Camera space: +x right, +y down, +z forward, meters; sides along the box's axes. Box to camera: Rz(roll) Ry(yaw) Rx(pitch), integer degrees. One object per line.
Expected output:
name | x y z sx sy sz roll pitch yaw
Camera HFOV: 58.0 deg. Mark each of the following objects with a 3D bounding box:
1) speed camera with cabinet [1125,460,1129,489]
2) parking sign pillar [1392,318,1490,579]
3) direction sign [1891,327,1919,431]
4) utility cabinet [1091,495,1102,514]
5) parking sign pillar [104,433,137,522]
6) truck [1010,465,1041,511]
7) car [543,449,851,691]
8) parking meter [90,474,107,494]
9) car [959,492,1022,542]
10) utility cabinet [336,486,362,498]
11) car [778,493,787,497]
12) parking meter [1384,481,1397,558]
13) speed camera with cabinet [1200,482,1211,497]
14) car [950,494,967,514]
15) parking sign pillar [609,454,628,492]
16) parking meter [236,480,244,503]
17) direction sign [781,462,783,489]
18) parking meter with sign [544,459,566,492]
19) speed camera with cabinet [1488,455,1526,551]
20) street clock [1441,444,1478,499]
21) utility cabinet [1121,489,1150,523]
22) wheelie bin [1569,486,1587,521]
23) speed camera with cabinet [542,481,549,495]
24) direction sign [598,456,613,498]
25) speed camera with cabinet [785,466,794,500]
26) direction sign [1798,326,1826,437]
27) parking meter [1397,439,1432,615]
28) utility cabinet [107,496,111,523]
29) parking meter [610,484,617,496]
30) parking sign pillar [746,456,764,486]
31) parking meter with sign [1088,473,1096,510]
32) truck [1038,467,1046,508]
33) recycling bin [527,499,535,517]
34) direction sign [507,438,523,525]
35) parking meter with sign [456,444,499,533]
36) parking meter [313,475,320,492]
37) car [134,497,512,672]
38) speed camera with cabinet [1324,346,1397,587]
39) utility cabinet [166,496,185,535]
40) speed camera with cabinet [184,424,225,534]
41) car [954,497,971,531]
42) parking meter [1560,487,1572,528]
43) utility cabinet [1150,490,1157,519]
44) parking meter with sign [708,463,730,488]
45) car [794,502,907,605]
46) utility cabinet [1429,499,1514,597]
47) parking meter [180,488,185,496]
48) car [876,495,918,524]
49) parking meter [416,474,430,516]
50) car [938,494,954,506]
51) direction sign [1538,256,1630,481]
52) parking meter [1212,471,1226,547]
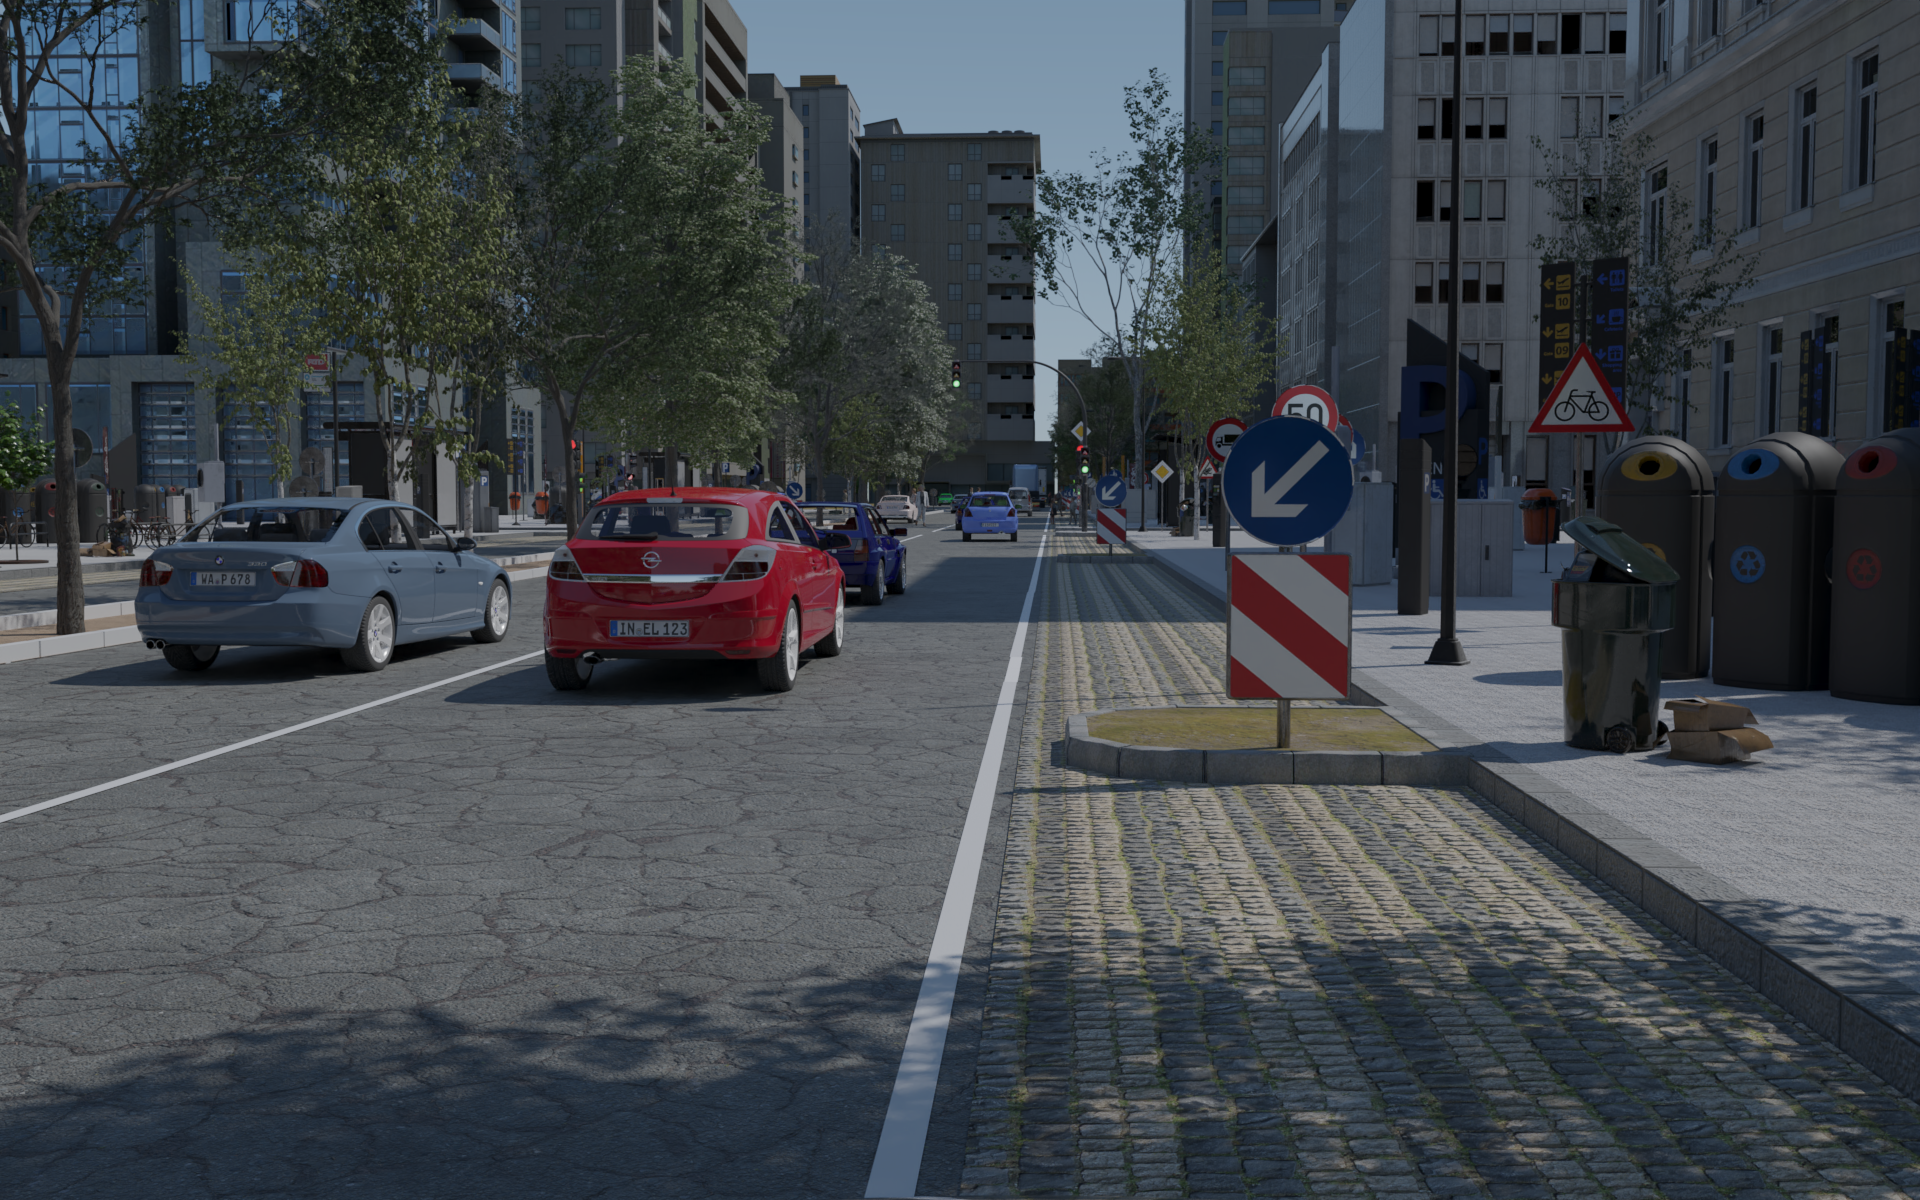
speed camera with cabinet | 10.323 -6.428 99.429 2.038 3.252 0.660 3 4 38
parking sign pillar | 7.293 -2.306 26.175 1.447 3.967 1.447 3 5 41
direction sign | 13.003 -1.948 23.843 0.876 3.537 0.379 -3 5 -41
utility cabinet | 8.906 -6.177 112.149 0.306 1.237 1.020 -2 4 -32
parking sign pillar | -36.725 -5.339 75.769 1.447 3.967 1.447 2 4 32
truck | 5.801 -9.986 153.036 2.967 4.110 18.799 0 4 2
car | -2.013 -0.309 14.092 2.155 1.783 4.494 0 4 3
parking meter | -24.755 -2.696 49.792 0.399 1.863 0.255 -3 5 -41
car | 0.940 -2.672 53.283 1.945 1.707 3.694 0 4 2
utility cabinet | -16.345 -2.303 46.334 0.318 1.500 1.173 -3 4 -39
car | -8.696 -4.301 79.912 1.945 1.707 3.694 0 4 1
parking meter | 8.598 -1.615 34.820 0.372 1.533 0.369 0 3 0
speed camera with cabinet | 18.856 -8.657 135.877 0.660 3.252 2.038 -2 4 -25
car | 0.261 -7.055 127.352 2.014 1.417 4.499 0 4 3
parking sign pillar | -22.908 -7.808 116.129 1.447 3.967 1.447 3 4 37
parking meter | -30.300 -4.109 72.901 0.255 1.863 0.399 -1 4 -12
direction sign | -12.558 -7.967 122.254 0.379 3.537 0.876 0 4 -2
parking meter with sign | -19.715 -5.478 85.819 1.738 3.016 0.543 -1 4 -13
speed camera with cabinet | 12.427 -2.799 40.102 0.660 3.252 2.038 0 4 -6
street clock | 7.179 -1.245 24.931 0.471 2.002 0.358 -1 4 -9
utility cabinet | 7.673 -4.137 76.320 1.173 1.500 0.318 -2 4 -29
wheelie bin | 23.536 -3.568 66.243 0.693 1.594 0.980 -1 4 -23
speed camera with cabinet | -28.699 -7.536 117.549 0.660 3.252 2.038 1 4 23
direction sign | -20.864 -6.731 102.041 0.876 3.537 0.379 -2 4 -30
speed camera with cabinet | -11.764 -7.735 120.799 0.660 3.252 2.038 0 4 3
direction sign | 11.714 -1.950 23.881 0.379 3.537 0.876 0 4 7
parking meter | 4.845 -0.780 18.461 0.255 1.863 0.399 2 4 30
utility cabinet | -34.519 -3.574 69.595 0.306 1.237 1.020 3 4 37
parking meter | -20.740 -5.996 103.748 0.399 1.863 0.255 0 4 0
parking sign pillar | -13.161 -7.516 111.355 1.447 3.967 1.447 3 5 40
parking meter with sign | 10.694 -8.763 139.541 0.543 3.016 1.738 -1 4 -23
truck | 7.743 -11.840 182.497 2.839 4.237 11.283 0 4 1
recycling bin | -23.426 -5.066 95.388 0.722 1.027 0.722 0 4 -6
direction sign | -18.180 -4.822 70.829 0.379 3.537 0.876 2 4 30
parking meter with sign | -16.081 -3.755 57.656 1.738 3.016 0.543 2 4 32
parking meter | -20.242 -2.967 54.224 0.255 1.863 0.399 1 4 17
car | -5.430 -0.202 15.312 2.014 1.417 4.499 0 4 5
speed camera with cabinet | 5.313 -1.811 23.952 0.660 3.252 2.038 3 4 38
utility cabinet | -23.624 -2.542 52.723 0.306 1.237 1.020 2 4 27
speed camera with cabinet | -21.449 -3.350 49.113 0.660 3.252 2.038 -3 4 -38
car | 0.725 -3.474 69.380 1.945 1.354 3.894 0 4 2
parking meter | 22.846 -3.479 65.289 0.372 1.533 0.369 0 3 0
utility cabinet | 9.364 -4.824 87.545 1.173 1.500 0.318 1 4 23
parking meter with sign | -13.562 -6.084 95.728 0.543 3.016 1.738 3 5 42
car | -1.744 -0.680 23.698 1.945 1.354 3.894 0 4 5
utility cabinet | 6.386 -0.646 21.717 1.020 1.237 0.306 0 4 5
parking meter | -30.690 -3.685 68.665 0.372 1.533 0.369 0 3 0
car | -3.102 -4.469 85.424 2.083 1.381 4.827 0 4 3
parking meter | -15.478 -2.703 49.909 0.255 1.863 0.399 -3 5 -41
car | -1.646 -12.039 205.636 1.959 1.807 4.718 0 4 2
direction sign | 6.058 -1.523 16.902 0.876 3.537 0.379 3 5 45
parking meter | 6.307 -2.212 41.871 0.399 1.863 0.255 -3 5 -40
